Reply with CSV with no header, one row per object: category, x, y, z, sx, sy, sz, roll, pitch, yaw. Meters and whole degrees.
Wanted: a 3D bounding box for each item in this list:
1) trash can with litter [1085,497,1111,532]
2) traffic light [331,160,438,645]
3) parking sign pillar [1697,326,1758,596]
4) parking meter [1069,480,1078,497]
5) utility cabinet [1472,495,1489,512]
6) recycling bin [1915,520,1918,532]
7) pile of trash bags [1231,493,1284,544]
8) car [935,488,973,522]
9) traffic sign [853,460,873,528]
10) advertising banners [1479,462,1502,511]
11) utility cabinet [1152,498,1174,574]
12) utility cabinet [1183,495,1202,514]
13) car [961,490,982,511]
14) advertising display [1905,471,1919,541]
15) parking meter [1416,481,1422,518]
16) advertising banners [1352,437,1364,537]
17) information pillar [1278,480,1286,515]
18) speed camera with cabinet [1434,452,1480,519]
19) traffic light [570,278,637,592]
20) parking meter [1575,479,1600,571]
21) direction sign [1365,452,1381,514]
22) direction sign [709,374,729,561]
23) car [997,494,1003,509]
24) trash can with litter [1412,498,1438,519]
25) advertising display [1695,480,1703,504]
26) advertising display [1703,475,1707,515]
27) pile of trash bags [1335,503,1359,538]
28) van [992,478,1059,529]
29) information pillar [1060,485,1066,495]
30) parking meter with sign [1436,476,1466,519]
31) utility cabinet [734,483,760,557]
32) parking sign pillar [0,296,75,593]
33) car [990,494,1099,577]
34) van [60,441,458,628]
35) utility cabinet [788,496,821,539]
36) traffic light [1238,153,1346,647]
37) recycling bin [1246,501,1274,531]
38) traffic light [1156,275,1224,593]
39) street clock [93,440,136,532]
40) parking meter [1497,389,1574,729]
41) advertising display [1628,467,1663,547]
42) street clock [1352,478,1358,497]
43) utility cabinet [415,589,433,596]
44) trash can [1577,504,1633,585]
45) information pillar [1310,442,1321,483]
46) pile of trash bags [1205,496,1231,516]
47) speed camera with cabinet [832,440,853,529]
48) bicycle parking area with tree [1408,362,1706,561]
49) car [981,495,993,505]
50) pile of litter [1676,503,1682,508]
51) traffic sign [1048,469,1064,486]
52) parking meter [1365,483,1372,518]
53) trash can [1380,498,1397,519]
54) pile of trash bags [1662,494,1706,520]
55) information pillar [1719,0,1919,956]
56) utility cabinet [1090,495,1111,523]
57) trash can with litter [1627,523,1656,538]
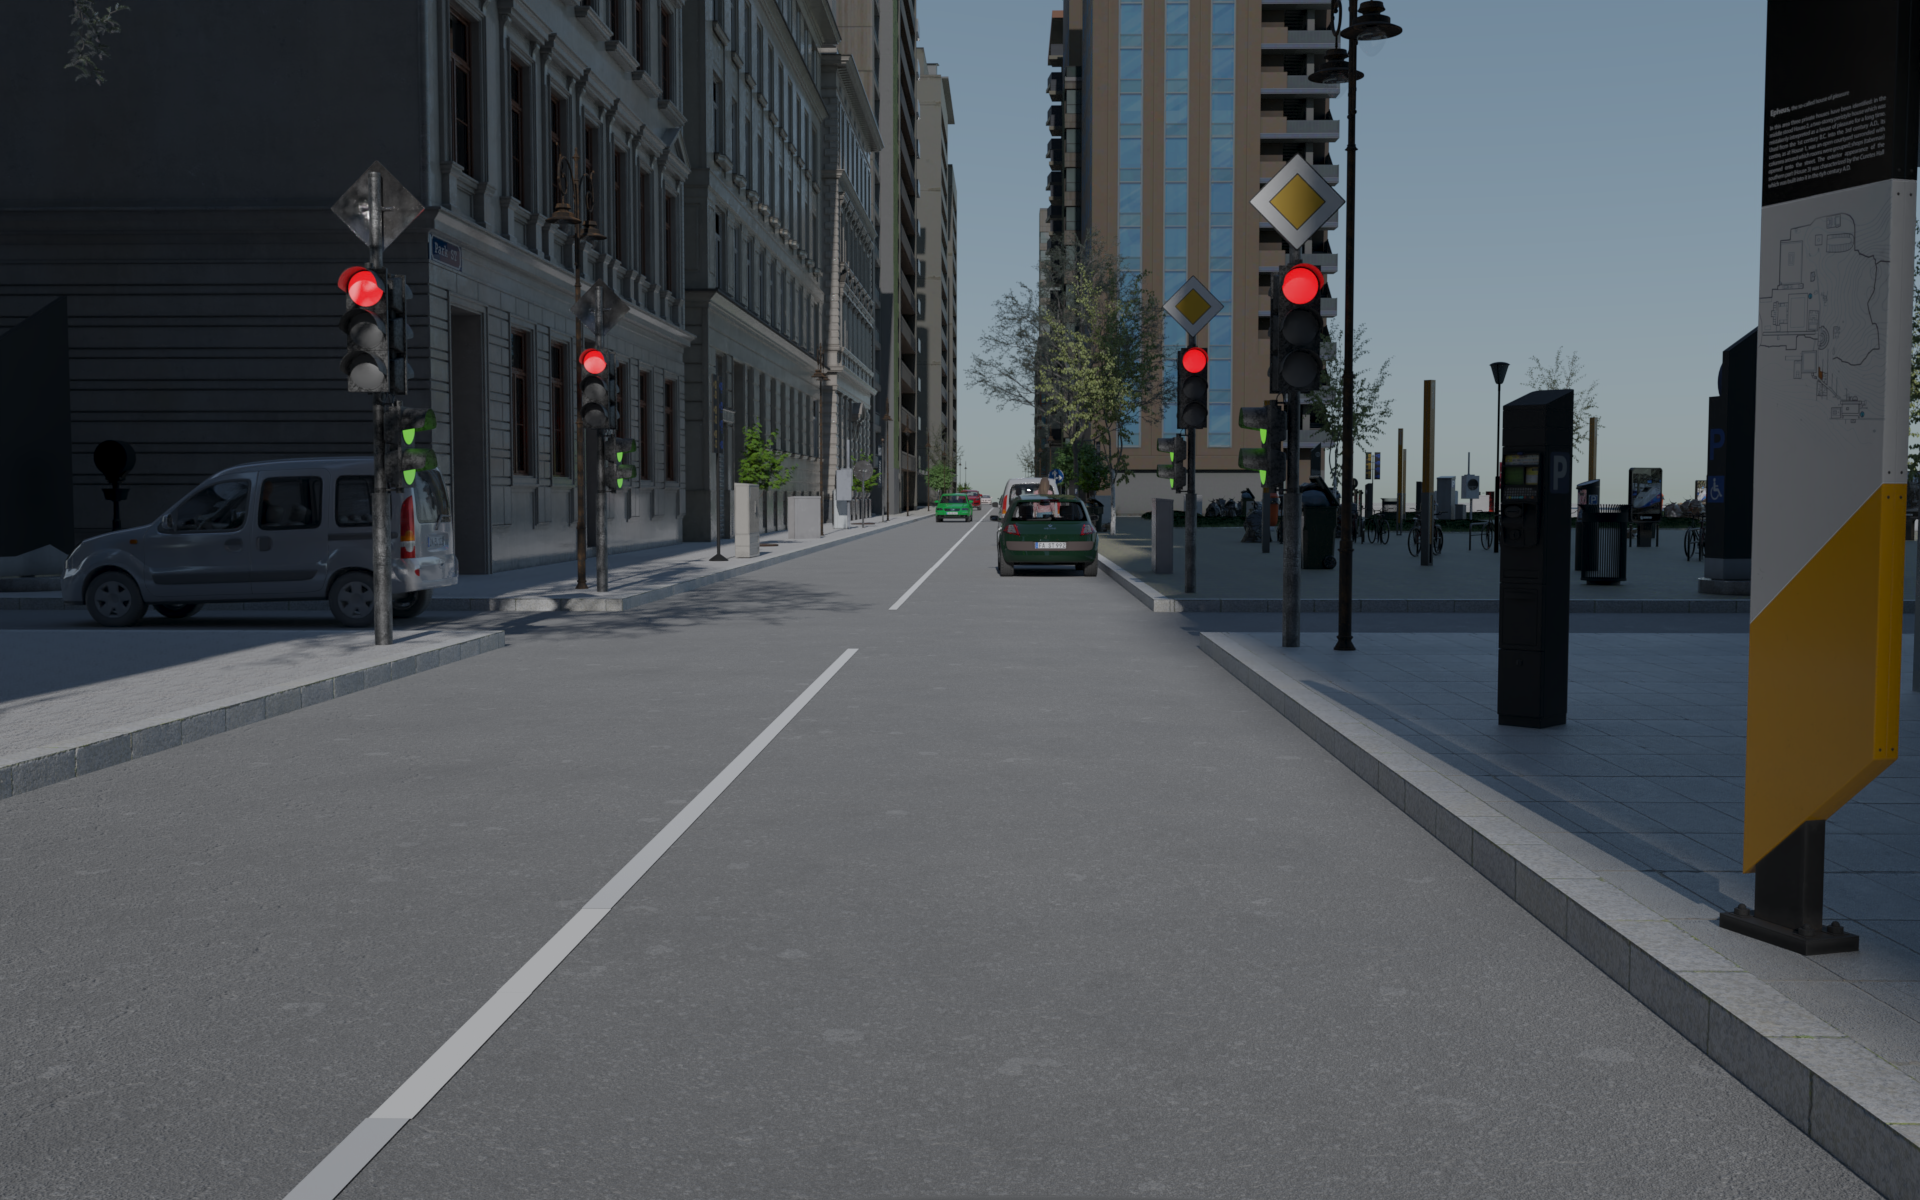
trash can with litter,4.715,-2.894,58.699,1.055,1.170,0.624,-3,4,-39
traffic light,-4.893,-1.573,14.641,0.839,4.253,0.868,0,4,2
parking sign pillar,10.321,-2.067,22.271,1.447,3.967,1.447,-1,4,-10
parking meter,4.750,-4.086,72.510,0.255,1.863,0.399,2,4,30
utility cabinet,27.244,-4.876,90.885,1.020,1.237,0.306,-1,4,-19
recycling bin,32.690,-2.868,59.448,0.722,1.027,0.722,3,5,42
pile of trash bags,8.336,-2.205,45.812,1.912,1.369,3.447,1,4,13
car,-0.292,-4.895,88.832,1.959,1.807,4.718,0,4,3
traffic sign,-3.658,-3.989,65.329,0.768,2.556,0.104,0,4,3
advertising banners,28.872,-6.007,94.406,2.074,3.025,0.090,3,4,37
utility cabinet,3.321,-1.052,28.368,0.306,1.237,1.020,0,4,3
utility cabinet,13.093,-5.272,97.356,1.020,1.237,0.306,0,4,-1
car,0.847,-8.801,152.563,2.281,1.827,5.304,0,4,2
advertising display,26.224,-2.608,47.858,0.123,1.923,0.974,-1,4,-13
parking meter,21.055,-4.505,79.374,0.255,1.863,0.399,2,4,28
advertising banners,12.053,-3.457,52.706,0.090,3.025,2.074,0,4,3
information pillar,16.608,-5.192,89.374,0.304,2.012,0.304,2,4,26
speed camera with cabinet,23.329,-5.321,81.339,2.038,3.252,0.660,-1,4,-10
traffic light,-4.678,-2.061,22.623,0.839,4.253,0.868,0,4,2
parking meter,10.495,-1.257,28.971,0.372,1.533,0.369,0,3,0
direction sign,22.241,-6.199,93.348,0.876,3.537,0.379,-1,4,-14
direction sign,-4.625,-2.513,33.086,0.379,3.537,0.876,0,4,4
car,4.637,-9.693,168.267,2.009,1.686,4.222,0,4,1
trash can with litter,18.967,-3.638,70.872,1.055,1.170,0.624,-1,4,-17
advertising display,34.163,-4.566,79.869,0.974,1.923,0.123,-3,5,-41
advertising display,23.651,-2.990,54.105,0.123,1.923,0.974,-1,4,-13
pile of trash bags,10.620,-2.486,50.398,1.912,1.369,3.447,1,4,12
van,1.847,-2.377,45.881,2.013,2.044,4.112,0,4,1
information pillar,5.702,-5.602,96.081,0.304,2.012,0.304,-1,4,-9
parking meter with sign,20.444,-4.684,72.852,1.738,3.016,0.543,3,5,42
utility cabinet,-4.296,-1.614,35.060,0.318,1.500,1.173,0,4,3
parking sign pillar,-12.593,-2.121,23.147,1.447,3.967,1.447,2,4,27
car,1.549,-1.323,31.416,2.009,1.686,4.222,0,4,0
van,-7.797,-0.753,19.326,4.112,2.044,2.013,0,4,1
utility cabinet,-4.475,-2.360,49.749,0.306,1.237,1.020,3,5,43
traffic light,2.766,-1.561,14.451,0.839,4.253,0.868,0,4,2
recycling bin,10.393,-2.897,59.917,0.722,1.027,0.722,-2,4,-26
traffic light,2.981,-2.050,22.433,0.839,4.253,0.868,0,4,2
street clock,-11.347,-1.145,23.299,0.471,2.002,0.358,0,4,5
parking meter,3.181,-0.237,9.582,0.399,1.863,0.255,-3,5,-45
advertising display,16.606,-2.250,41.996,0.974,1.923,0.123,-1,4,-23
street clock,17.612,-4.477,77.774,0.358,2.002,0.471,-3,5,-41
utility cabinet,-7.210,-0.664,22.023,1.020,1.237,0.306,1,4,21
trash can,9.107,-0.785,24.483,0.748,1.137,0.748,0,3,0
information pillar,16.054,-5.309,78.159,0.504,3.616,0.183,0,4,-8
pile of trash bags,14.367,-4.973,91.065,1.912,1.369,3.447,3,5,39
speed camera with cabinet,-4.361,-4.248,63.792,0.660,3.252,2.038,-1,4,-8
bicycle parking area with tree,14.068,-3.030,36.539,8.231,4.147,9.016,3,5,44
car,3.355,-13.484,232.818,2.083,1.381,4.827,0,4,2
pile of litter,36.949,-4.582,88.881,1.719,0.858,1.176,3,5,42
traffic sign,4.867,-5.364,87.807,0.768,2.556,0.104,0,4,4
parking meter,21.648,-5.267,91.823,0.255,1.863,0.399,-1,4,-15
trash can,15.640,-3.137,62.945,0.748,1.137,0.748,0,3,0
pile of trash bags,31.698,-4.066,76.227,3.447,1.369,1.912,-2,4,-26
information pillar,2.410,-0.823,4.806,0.183,3.616,0.504,-1,4,-17
utility cabinet,6.307,-4.038,77.182,1.020,1.237,0.306,-2,4,-24
trash can with litter,19.541,-2.353,49.865,0.624,1.170,1.055,-3,4,-39
